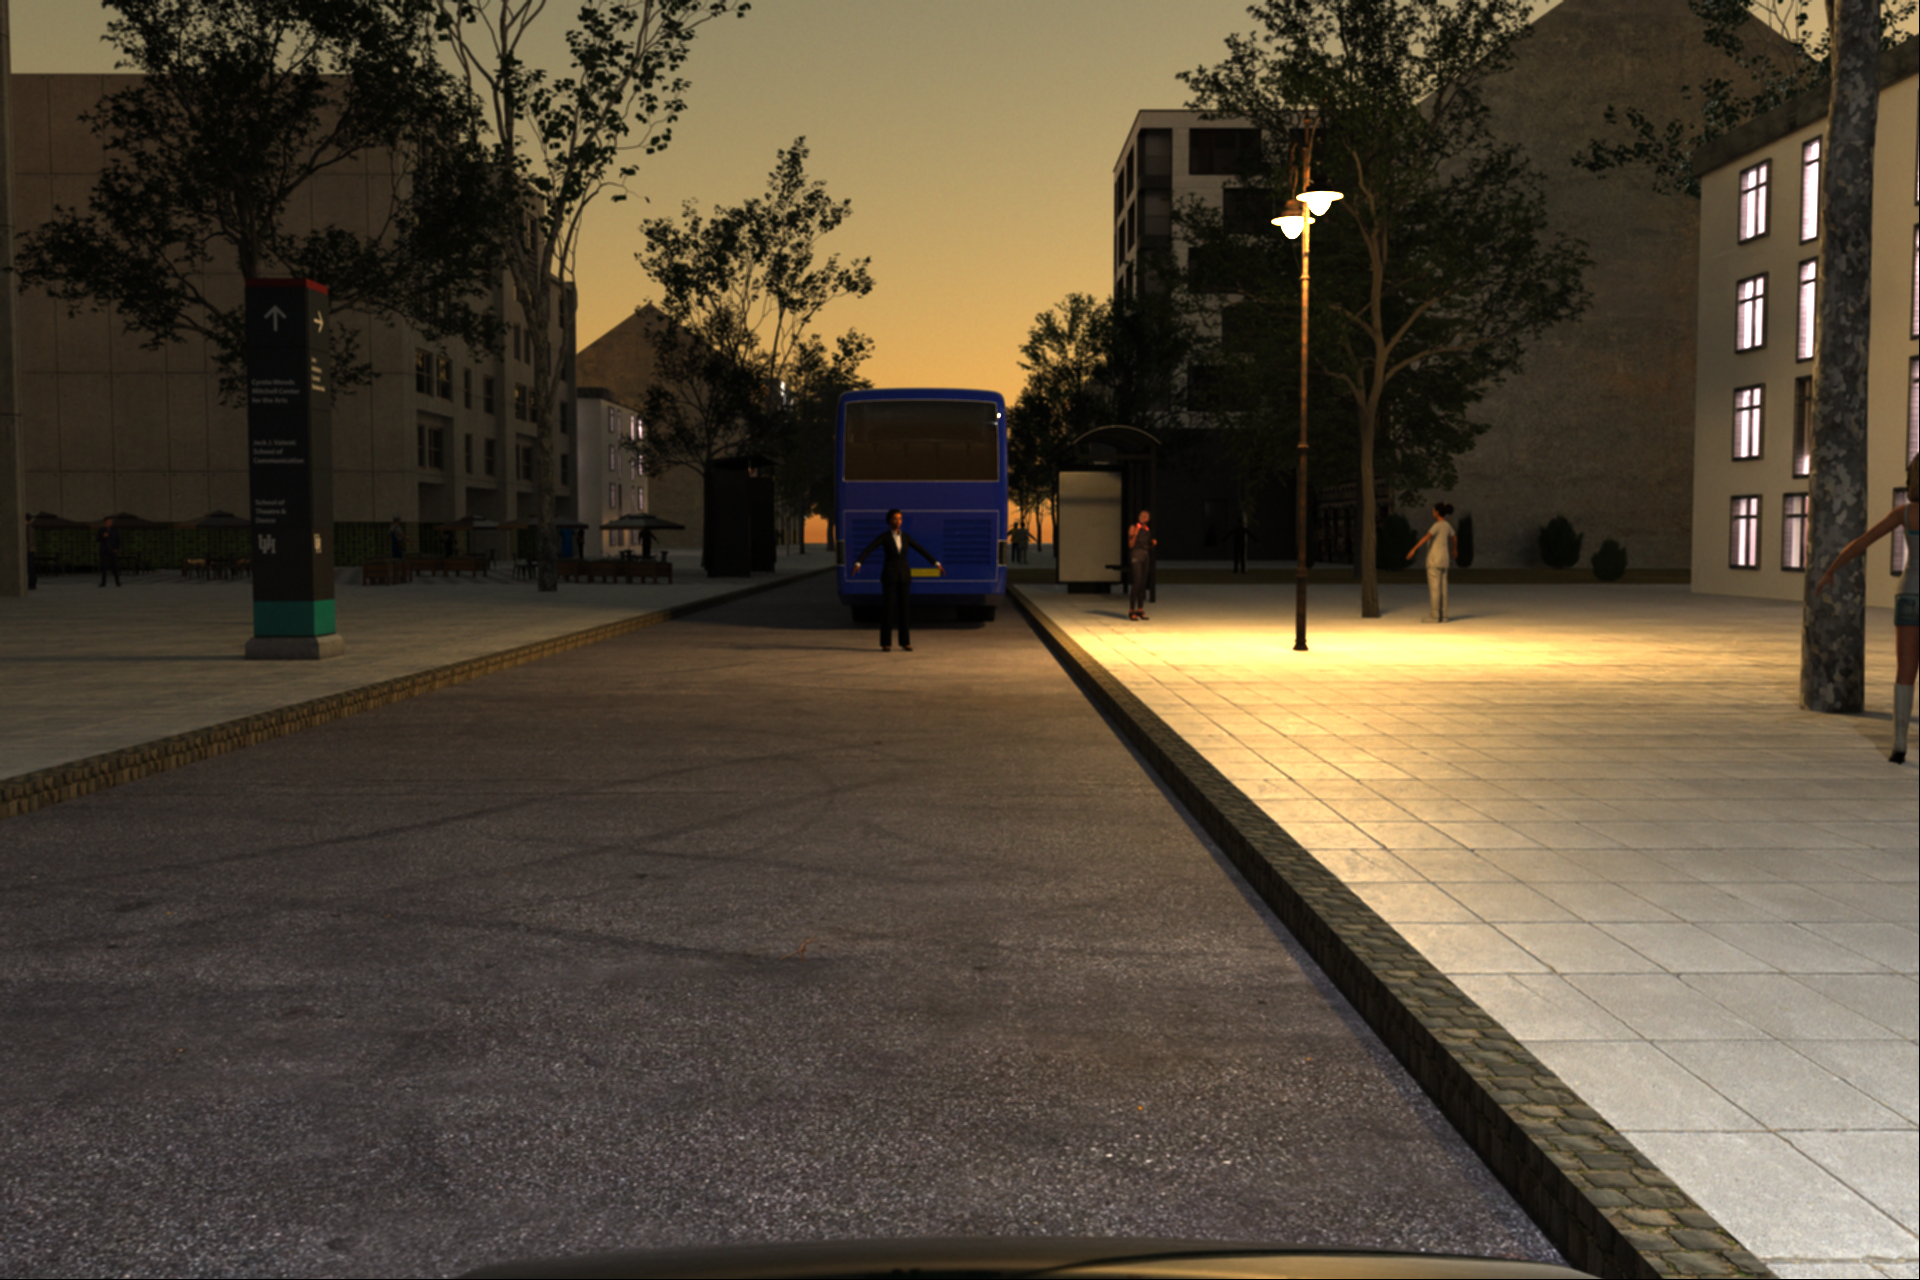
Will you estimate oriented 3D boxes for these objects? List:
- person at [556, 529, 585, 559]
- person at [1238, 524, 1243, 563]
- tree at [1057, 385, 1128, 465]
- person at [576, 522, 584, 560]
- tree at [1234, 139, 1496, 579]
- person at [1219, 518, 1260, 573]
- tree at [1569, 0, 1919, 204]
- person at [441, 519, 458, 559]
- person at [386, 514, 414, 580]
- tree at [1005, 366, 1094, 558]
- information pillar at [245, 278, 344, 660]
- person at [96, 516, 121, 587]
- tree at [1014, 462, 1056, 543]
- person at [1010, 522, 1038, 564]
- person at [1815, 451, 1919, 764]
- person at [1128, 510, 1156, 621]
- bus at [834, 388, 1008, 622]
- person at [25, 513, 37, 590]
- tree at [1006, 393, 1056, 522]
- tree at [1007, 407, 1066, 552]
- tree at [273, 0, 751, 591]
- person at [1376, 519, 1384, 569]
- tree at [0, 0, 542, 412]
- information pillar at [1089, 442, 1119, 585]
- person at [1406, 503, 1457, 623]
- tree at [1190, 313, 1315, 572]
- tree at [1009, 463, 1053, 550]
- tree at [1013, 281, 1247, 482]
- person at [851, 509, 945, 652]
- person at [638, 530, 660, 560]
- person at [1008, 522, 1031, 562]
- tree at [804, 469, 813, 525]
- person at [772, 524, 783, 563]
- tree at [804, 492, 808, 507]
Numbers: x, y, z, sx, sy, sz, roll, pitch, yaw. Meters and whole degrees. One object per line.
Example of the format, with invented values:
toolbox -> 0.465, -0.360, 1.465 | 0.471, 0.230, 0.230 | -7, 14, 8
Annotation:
person -> -14.374, -3.504, 63.419 | 1.347, 1.817, 0.704 | -3, 5, -41
person -> 12.236, -4.228, 75.935 | 0.721, 1.733, 1.217 | 1, 4, 20
tree -> 6.314, -7.962, 80.537 | 4.737, 8.622, 4.395 | 0, 3, 0
person -> -17.120, -4.395, 78.046 | 0.705, 1.806, 1.347 | -1, 4, -21
tree -> 11.263, -8.064, 49.982 | 7.486, 12.596, 7.792 | 0, 3, 0
person -> 9.154, -3.089, 56.724 | 1.346, 1.802, 0.704 | 0, 4, 1
tree -> 25.784, -12.046, 52.839 | 12.611, 20.169, 13.585 | 0, 3, 0
person -> -19.680, -3.732, 66.804 | 0.705, 1.856, 1.354 | 0, 4, -1
person -> -15.845, -2.629, 48.834 | 1.347, 1.847, 0.705 | 3, 5, 41
tree -> 4.924, -9.796, 94.582 | 7.601, 10.594, 8.767 | 0, 4, 6
information pillar -> -6.906, -1.744, 17.894 | 0.750, 3.857, 0.750 | 0, 4, -1
person -> -20.782, -2.160, 42.275 | 0.541, 1.710, 0.530 | -1, 4, -15
tree -> 10.929, -19.117, 238.321 | 9.928, 11.665, 9.643 | 0, 3, 0
person -> 2.729, -4.206, 74.949 | 1.347, 1.806, 0.705 | 2, 4, 31
person -> 5.416, -0.186, 9.652 | 1.214, 1.753, 0.721 | 3, 5, 40
person -> 2.708, -1.116, 25.764 | 0.415, 1.643, 0.593 | 0, 4, 6
bus -> -0.629, -2.425, 31.197 | 2.896, 3.916, 12.251 | 0, 4, -1
person -> -21.598, -2.033, 39.813 | 0.750, 1.759, 0.617 | -1, 4, -9
tree -> 5.460, -14.567, 148.547 | 12.009, 13.543, 11.850 | 0, 3, 0
tree -> 5.437, -11.669, 125.205 | 7.601, 10.594, 8.767 | 0, 4, 1
tree -> -10.519, -11.112, 37.568 | 12.611, 20.169, 13.585 | 0, 3, 0
person -> 15.390, -3.517, 63.435 | 0.705, 1.837, 1.347 | 2, 4, 34
tree -> -9.556, -5.516, 24.604 | 8.767, 10.594, 7.601 | 1, 4, 22
information pillar -> 3.584, -3.309, 43.484 | 0.750, 3.857, 0.750 | 0, 4, 0
person -> 6.893, -1.128, 25.208 | 1.217, 1.739, 0.721 | -3, 5, -42
tree -> 9.897, -6.621, 58.608 | 4.737, 8.622, 4.395 | 0, 3, 0
tree -> 5.291, -11.390, 136.583 | 4.360, 8.622, 3.978 | 0, 3, 0
tree -> 6.177, -7.970, 64.728 | 8.767, 10.594, 7.601 | 0, 4, -5
person -> -0.757, -0.730, 21.117 | 1.216, 1.740, 0.721 | -1, 4, -22
person -> -11.771, -3.613, 65.217 | 0.704, 1.812, 1.346 | -3, 5, -43
person -> 2.546, -4.448, 78.691 | 1.349, 1.833, 0.705 | 1, 4, 16
tree -> -24.635, -20.499, 241.806 | 9.857, 13.997, 8.962 | 0, 3, 0
person -> -8.404, -4.360, 77.414 | 1.348, 1.813, 0.705 | -3, 5, -43
tree -> -21.526, -17.408, 234.989 | 4.360, 8.622, 3.978 | 0, 3, 0
